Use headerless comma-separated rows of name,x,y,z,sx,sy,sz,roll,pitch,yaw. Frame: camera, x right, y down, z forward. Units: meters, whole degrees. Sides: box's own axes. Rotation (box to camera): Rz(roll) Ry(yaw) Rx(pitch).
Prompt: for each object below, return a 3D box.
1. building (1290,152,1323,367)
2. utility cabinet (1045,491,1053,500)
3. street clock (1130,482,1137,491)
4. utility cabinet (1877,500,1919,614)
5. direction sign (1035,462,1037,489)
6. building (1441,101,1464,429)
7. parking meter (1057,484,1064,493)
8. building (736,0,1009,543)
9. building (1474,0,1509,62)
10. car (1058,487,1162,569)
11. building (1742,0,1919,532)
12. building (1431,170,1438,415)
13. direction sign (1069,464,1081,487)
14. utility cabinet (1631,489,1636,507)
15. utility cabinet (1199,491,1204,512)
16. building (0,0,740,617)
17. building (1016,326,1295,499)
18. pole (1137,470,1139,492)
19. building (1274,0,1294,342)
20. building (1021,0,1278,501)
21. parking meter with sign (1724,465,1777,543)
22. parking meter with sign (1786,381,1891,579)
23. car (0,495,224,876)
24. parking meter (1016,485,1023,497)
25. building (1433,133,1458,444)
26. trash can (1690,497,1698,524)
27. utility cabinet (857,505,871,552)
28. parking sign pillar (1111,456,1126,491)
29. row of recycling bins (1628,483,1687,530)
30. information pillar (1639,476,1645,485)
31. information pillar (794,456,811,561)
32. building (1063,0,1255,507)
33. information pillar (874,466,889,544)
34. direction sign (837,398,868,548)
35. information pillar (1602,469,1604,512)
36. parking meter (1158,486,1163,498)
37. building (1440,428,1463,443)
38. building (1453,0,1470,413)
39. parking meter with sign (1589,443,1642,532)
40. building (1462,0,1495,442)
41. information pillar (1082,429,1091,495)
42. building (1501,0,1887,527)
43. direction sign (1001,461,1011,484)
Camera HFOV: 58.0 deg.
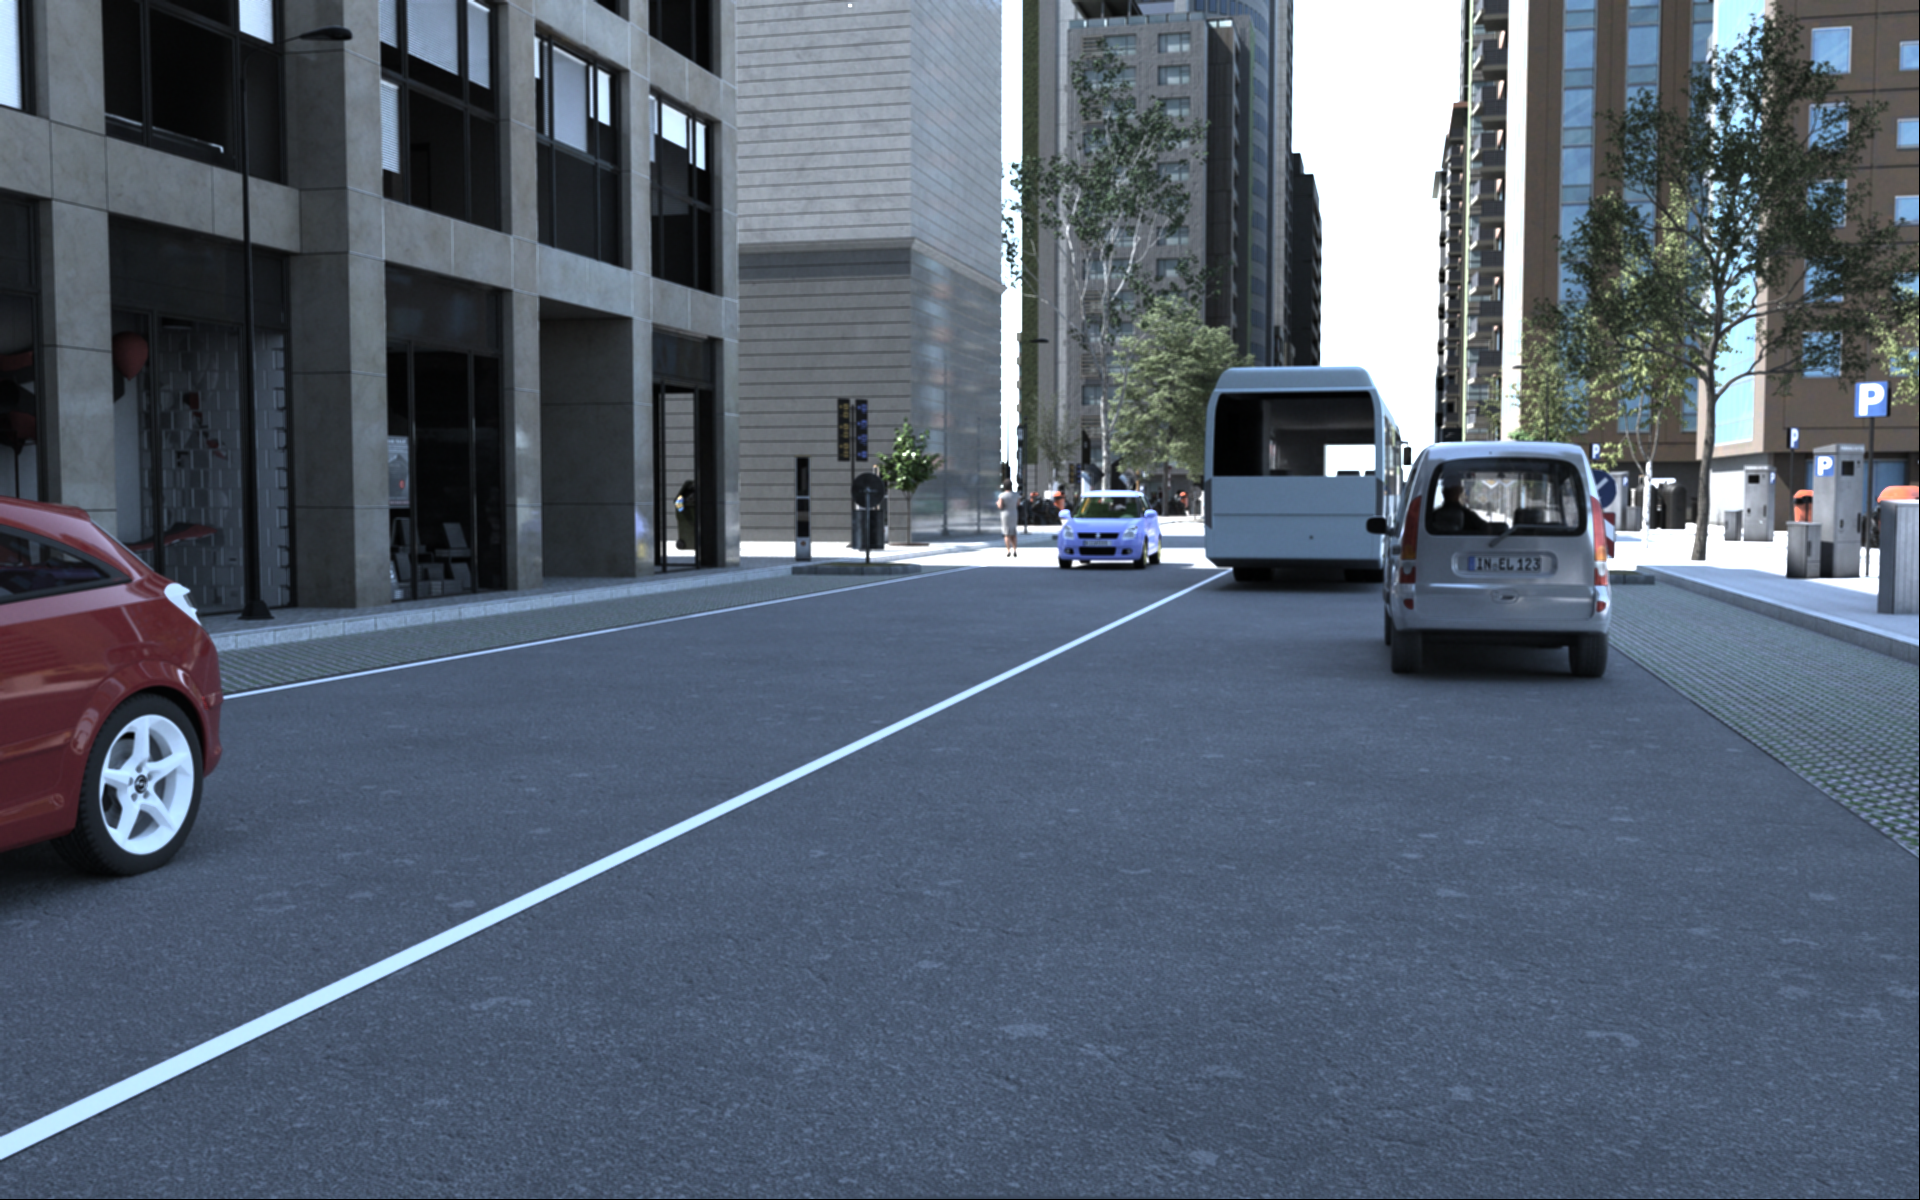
building,40.492,-38.325,250.321,21.300,48.544,21.600,1,4,14
utility cabinet,6.858,-7.384,129.407,0.318,1.500,1.173,-3,5,-44
street clock,8.982,-5.214,89.823,0.358,2.002,0.471,-1,4,-13
utility cabinet,10.426,-0.454,18.584,1.020,1.237,0.306,0,4,-5
direction sign,5.411,-8.028,123.253,0.379,3.537,0.876,0,4,6
building,64.392,-32.681,188.963,22.147,44.769,28.867,1,4,14
parking meter,6.038,-5.998,103.774,0.399,1.863,0.255,-1,4,-22
building,-14.226,-16.879,53.465,29.804,29.767,11.434,1,4,14
building,43.888,-27.780,108.821,22.147,44.769,28.867,1,4,14
car,3.001,-1.518,34.410,1.945,1.707,3.694,1,4,13
building,35.796,-25.222,62.490,14.200,45.320,14.600,1,4,14
building,88.093,-41.614,269.630,28.713,52.752,27.495,1,4,14
direction sign,8.628,-8.434,129.885,0.876,3.537,0.379,0,4,7
utility cabinet,28.931,-4.041,74.749,1.173,1.500,0.318,2,4,34
utility cabinet,17.805,-7.139,125.401,0.318,1.500,1.173,-3,5,-39
building,-17.336,-12.927,15.878,19.350,26.468,34.151,1,4,14
building,22.842,-21.425,195.337,27.650,21.520,28.899,1,4,14
pole,12.232,-7.659,119.069,0.158,3.312,0.155,0,3,0
building,35.481,-48.374,229.166,20.563,71.187,20.611,1,4,14
building,18.655,-38.158,165.876,21.231,58.520,28.212,1,4,14
parking meter with sign,21.306,-3.051,46.141,0.543,3.016,1.738,-3,5,-42
parking meter with sign,13.442,-1.854,26.570,1.738,3.016,0.543,-2,4,-28
car,-4.235,0.229,5.301,2.155,1.783,4.494,1,4,13
parking meter,3.696,-6.235,107.645,0.399,1.863,0.255,-1,4,-13
building,82.222,-39.974,242.808,28.713,52.752,27.495,1,4,14
trash can,31.587,-3.813,74.002,0.748,1.137,0.748,0,3,0
utility cabinet,-2.164,-1.692,38.831,0.306,1.237,1.020,0,4,-5
parking sign pillar,10.503,-7.836,116.583,1.447,3.967,1.447,0,4,0
row of recycling bins,24.401,-3.402,62.731,3.534,1.692,1.069,1,4,21
information pillar,27.333,-3.956,69.174,0.304,2.012,0.304,-1,4,-19
information pillar,-3.014,-1.757,33.221,0.304,2.012,0.304,0,4,-7
building,16.878,-28.226,145.085,14.154,41.232,14.086,1,4,14
information pillar,-2.032,-2.464,44.770,0.304,2.012,0.304,-2,4,-25
direction sign,-2.558,-3.017,41.327,0.876,3.537,0.379,-3,5,-41
information pillar,18.460,-2.789,50.095,0.304,2.012,0.304,2,4,28
parking meter,14.673,-7.399,126.687,0.399,1.863,0.255,1,4,18
building,56.534,-51.736,158.548,22.319,86.520,31.000,1,4,14
building,71.709,-47.821,220.117,20.563,71.187,20.611,1,4,14
parking meter with sign,22.398,-3.844,59.111,0.543,3.016,1.738,-3,5,-39
building,47.483,-27.781,137.816,14.154,41.232,14.086,1,4,14
information pillar,4.556,-4.364,62.712,0.183,3.616,0.504,2,4,35
building,33.303,-26.358,81.057,14.600,45.320,14.200,1,4,14
direction sign,3.104,-7.748,118.676,0.379,3.537,0.876,2,4,33
